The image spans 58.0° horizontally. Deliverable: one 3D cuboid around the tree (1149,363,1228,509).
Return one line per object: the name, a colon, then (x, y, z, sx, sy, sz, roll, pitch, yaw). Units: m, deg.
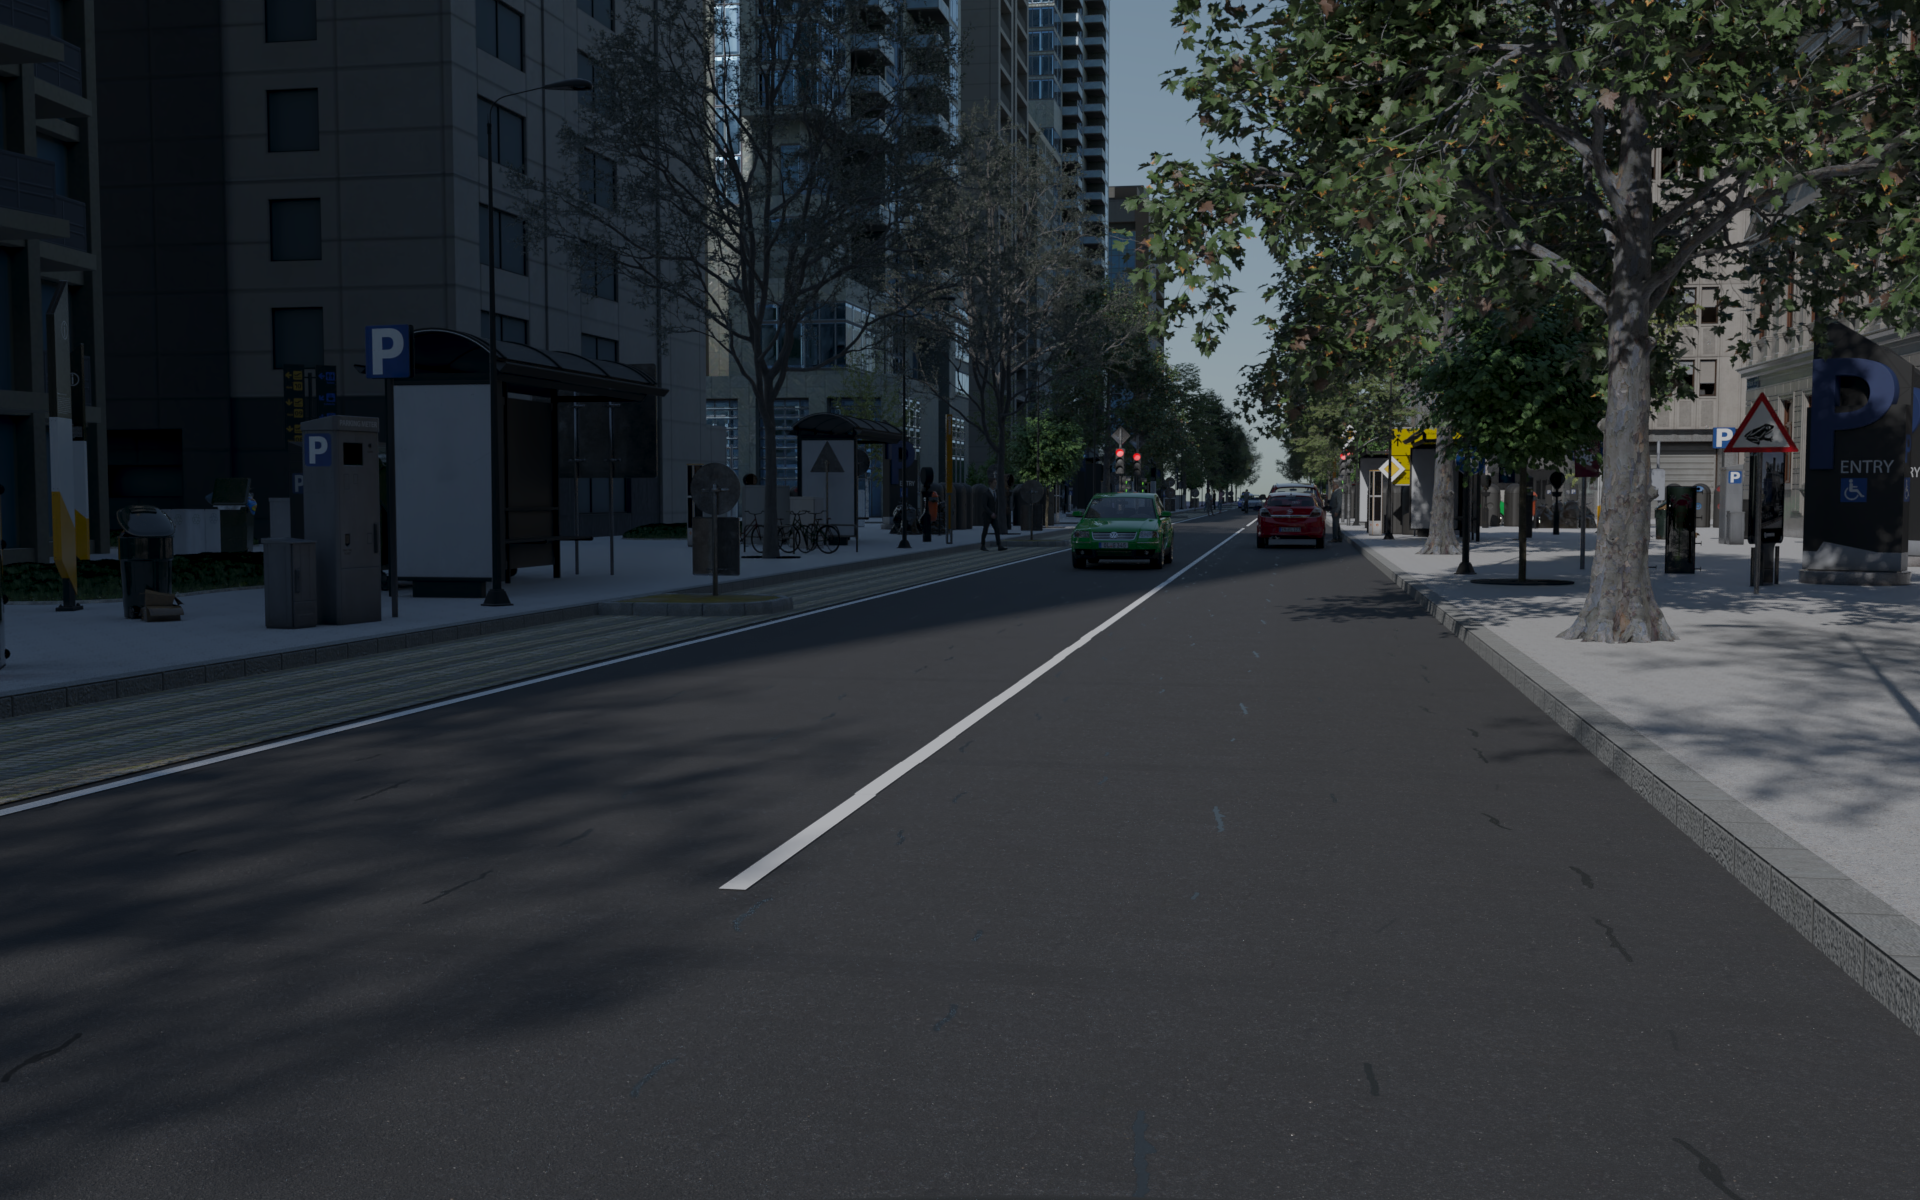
tree: (19.032, -14.162, 149.675, 7.486, 12.596, 7.792, 0, 3, 0)

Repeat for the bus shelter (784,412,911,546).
bus shelter: (-2.867, -3.165, 45.664, 2.014, 3.302, 5.546, 1, 4, 11)

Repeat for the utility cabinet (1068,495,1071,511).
utility cabinet: (7.989, -7.120, 127.569, 0.306, 1.237, 1.020, 0, 4, 7)

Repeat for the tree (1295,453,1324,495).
tree: (34.687, -13.258, 167.127, 4.737, 8.622, 4.395, 0, 3, 0)

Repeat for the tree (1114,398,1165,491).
tree: (12.460, -10.273, 118.319, 4.360, 8.622, 3.978, 0, 3, 0)

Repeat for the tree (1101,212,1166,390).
tree: (1.191, -8.811, 54.428, 12.009, 13.543, 11.850, 0, 3, 0)

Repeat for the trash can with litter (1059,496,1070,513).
trash can with litter: (7.174, -6.713, 120.817, 1.678, 1.210, 2.233, -2, 4, -33)

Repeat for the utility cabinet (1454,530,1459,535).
utility cabinet: (15.705, -2.676, 54.912, 0.306, 1.237, 1.020, 1, 4, 14)

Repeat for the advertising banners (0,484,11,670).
advertising banners: (-6.785, -0.967, 12.002, 0.090, 3.025, 2.074, -2, 4, -23)

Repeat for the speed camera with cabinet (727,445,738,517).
speed camera with cabinet: (-9.384, -4.642, 70.230, 0.660, 3.252, 2.038, 0, 4, -3)

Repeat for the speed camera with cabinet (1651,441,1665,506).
speed camera with cabinet: (25.570, -4.315, 64.882, 0.660, 3.252, 2.038, -1, 4, -10)

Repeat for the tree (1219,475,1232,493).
tree: (34.381, -14.987, 228.748, 4.285, 4.588, 4.351, 0, 3, 0)

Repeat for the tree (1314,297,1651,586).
tree: (8.066, -2.519, 24.892, 4.285, 4.588, 4.351, 0, 3, 0)

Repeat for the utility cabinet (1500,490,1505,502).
utility cabinet: (30.945, -5.552, 99.452, 1.173, 1.500, 0.318, 0, 4, 3)

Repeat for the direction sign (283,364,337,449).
direction sign: (-11.370, -2.348, 30.390, 0.876, 3.537, 0.379, -2, 4, -28)

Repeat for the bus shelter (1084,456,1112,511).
bus shelter: (8.733, -7.164, 108.407, 1.731, 3.624, 6.357, 1, 4, 11)

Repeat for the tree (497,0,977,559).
tree: (-3.766, -7.563, 34.024, 12.009, 13.543, 11.850, 0, 3, 0)

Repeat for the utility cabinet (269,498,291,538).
utility cabinet: (-10.995, -1.064, 28.550, 1.020, 1.237, 0.306, 3, 5, 42)

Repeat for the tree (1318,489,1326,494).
tree: (41.671, -12.459, 198.297, 1.663, 3.219, 1.824, 0, 3, 0)

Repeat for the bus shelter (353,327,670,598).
bus shelter: (-5.917, -1.828, 23.813, 2.014, 3.302, 5.546, 1, 4, 11)

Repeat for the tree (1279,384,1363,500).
tree: (26.173, -11.577, 123.699, 7.601, 10.594, 8.767, -1, 4, -15)

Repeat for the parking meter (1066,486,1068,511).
parking meter: (7.717, -7.406, 126.794, 0.399, 1.863, 0.255, 2, 4, 26)

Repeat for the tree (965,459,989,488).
tree: (0.679, -6.203, 96.025, 1.663, 3.219, 1.824, 0, 3, 0)

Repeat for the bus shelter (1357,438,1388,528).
bus shelter: (15.182, -4.171, 62.113, 2.014, 3.302, 5.546, 1, 4, 11)

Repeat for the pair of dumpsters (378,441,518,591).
pair of dumpsters: (-7.750, -1.370, 24.888, 1.574, 2.255, 4.437, 1, 4, 11)

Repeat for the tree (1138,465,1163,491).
tree: (12.356, -7.267, 113.414, 1.663, 3.219, 1.824, 0, 3, 0)

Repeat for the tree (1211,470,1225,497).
tree: (30.422, -15.760, 208.032, 4.737, 8.622, 4.395, 0, 3, 0)

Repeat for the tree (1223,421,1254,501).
tree: (49.526, -24.402, 309.339, 12.009, 13.543, 11.850, 0, 3, 0)

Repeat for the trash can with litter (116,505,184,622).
trash can with litter: (-8.224, -0.390, 17.765, 0.624, 1.170, 1.055, -3, 5, -41)

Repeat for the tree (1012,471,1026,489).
tree: (4.247, -7.569, 118.354, 1.663, 3.219, 1.824, 0, 3, 0)

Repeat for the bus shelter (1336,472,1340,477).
bus shelter: (32.923, -9.378, 147.255, 2.014, 3.302, 5.546, 1, 4, 11)

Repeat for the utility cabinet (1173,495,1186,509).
utility cabinet: (18.729, -8.361, 147.867, 1.020, 1.237, 0.306, 1, 4, 21)

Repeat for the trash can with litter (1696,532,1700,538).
trash can with litter: (21.104, -2.408, 50.750, 1.055, 1.170, 0.624, -1, 4, -20)

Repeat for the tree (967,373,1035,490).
tree: (2.584, -9.552, 106.531, 4.737, 8.622, 4.395, 0, 3, 0)

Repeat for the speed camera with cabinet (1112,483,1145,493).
speed camera with cabinet: (10.362, -6.868, 106.624, 2.038, 3.252, 0.660, -2, 4, -26)

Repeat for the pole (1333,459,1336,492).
pole: (21.481, -6.456, 99.406, 0.158, 3.312, 0.155, 0, 3, 0)

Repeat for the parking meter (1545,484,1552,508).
parking meter: (33.989, -5.770, 100.052, 0.399, 1.863, 0.255, 1, 4, 14)

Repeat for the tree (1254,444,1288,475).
tree: (48.888, -19.899, 235.724, 12.009, 13.543, 11.850, 0, 3, 0)

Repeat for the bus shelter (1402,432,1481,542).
bus shelter: (13.690, -3.369, 49.009, 2.014, 3.302, 5.546, 1, 4, 11)

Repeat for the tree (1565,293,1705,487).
tree: (22.590, -6.706, 60.013, 4.737, 8.622, 4.395, 0, 3, 0)

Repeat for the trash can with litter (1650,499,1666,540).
trash can with litter: (19.568, -2.284, 48.734, 1.055, 1.170, 0.624, 1, 4, 23)

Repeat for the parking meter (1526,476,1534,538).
parking meter: (16.605, -2.757, 50.796, 0.255, 1.863, 0.399, -1, 4, -13)

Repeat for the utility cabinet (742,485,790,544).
utility cabinet: (-4.920, -2.154, 43.900, 1.173, 1.500, 0.318, -2, 4, -24)

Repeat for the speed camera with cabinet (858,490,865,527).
speed camera with cabinet: (-4.491, -4.485, 67.665, 0.660, 3.252, 2.038, -3, 4, -36)

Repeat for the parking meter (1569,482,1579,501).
parking meter: (30.272, -4.875, 85.410, 0.399, 1.863, 0.255, 2, 4, 27)

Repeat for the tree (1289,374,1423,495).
tree: (21.391, -10.725, 93.487, 7.486, 12.596, 7.792, 0, 3, 0)

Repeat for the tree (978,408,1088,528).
tree: (3.253, -5.024, 65.852, 4.285, 4.588, 4.351, 0, 3, 0)

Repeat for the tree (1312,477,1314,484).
tree: (19.687, -6.036, 82.402, 4.285, 4.588, 4.351, 0, 3, 0)

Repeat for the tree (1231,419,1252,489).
tree: (38.044, -20.241, 249.069, 7.486, 12.596, 7.792, 0, 3, 0)

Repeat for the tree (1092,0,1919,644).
tree: (5.961, -5.993, 14.995, 9.611, 12.733, 9.660, 0, 3, 0)

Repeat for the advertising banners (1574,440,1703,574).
advertising banners: (10.896, -1.946, 28.011, 2.074, 3.025, 0.090, 1, 4, 17)

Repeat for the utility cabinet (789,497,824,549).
utility cabinet: (-3.621, -1.823, 40.974, 0.306, 1.237, 1.020, -3, 5, -40)

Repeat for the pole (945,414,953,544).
pole: (-0.281, -3.091, 44.381, 0.158, 3.312, 0.155, 0, 3, 0)

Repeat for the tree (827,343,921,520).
tree: (-4.296, -8.189, 84.246, 4.737, 8.622, 4.395, 0, 3, 0)

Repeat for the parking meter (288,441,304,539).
parking meter: (-7.216, -0.828, 19.243, 0.399, 1.863, 0.255, 2, 4, 27)

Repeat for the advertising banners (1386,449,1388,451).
advertising banners: (16.335, -4.261, 65.862, 0.090, 3.025, 2.074, 0, 4, 6)

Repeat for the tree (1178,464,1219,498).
tree: (22.805, -11.424, 170.489, 4.285, 4.588, 4.351, 0, 3, 0)

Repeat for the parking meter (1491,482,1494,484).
parking meter: (23.145, -4.287, 75.796, 0.399, 1.863, 0.255, -2, 4, -32)

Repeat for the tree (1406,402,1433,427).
tree: (30.964, -10.054, 114.749, 4.360, 8.622, 3.978, 0, 3, 0)
